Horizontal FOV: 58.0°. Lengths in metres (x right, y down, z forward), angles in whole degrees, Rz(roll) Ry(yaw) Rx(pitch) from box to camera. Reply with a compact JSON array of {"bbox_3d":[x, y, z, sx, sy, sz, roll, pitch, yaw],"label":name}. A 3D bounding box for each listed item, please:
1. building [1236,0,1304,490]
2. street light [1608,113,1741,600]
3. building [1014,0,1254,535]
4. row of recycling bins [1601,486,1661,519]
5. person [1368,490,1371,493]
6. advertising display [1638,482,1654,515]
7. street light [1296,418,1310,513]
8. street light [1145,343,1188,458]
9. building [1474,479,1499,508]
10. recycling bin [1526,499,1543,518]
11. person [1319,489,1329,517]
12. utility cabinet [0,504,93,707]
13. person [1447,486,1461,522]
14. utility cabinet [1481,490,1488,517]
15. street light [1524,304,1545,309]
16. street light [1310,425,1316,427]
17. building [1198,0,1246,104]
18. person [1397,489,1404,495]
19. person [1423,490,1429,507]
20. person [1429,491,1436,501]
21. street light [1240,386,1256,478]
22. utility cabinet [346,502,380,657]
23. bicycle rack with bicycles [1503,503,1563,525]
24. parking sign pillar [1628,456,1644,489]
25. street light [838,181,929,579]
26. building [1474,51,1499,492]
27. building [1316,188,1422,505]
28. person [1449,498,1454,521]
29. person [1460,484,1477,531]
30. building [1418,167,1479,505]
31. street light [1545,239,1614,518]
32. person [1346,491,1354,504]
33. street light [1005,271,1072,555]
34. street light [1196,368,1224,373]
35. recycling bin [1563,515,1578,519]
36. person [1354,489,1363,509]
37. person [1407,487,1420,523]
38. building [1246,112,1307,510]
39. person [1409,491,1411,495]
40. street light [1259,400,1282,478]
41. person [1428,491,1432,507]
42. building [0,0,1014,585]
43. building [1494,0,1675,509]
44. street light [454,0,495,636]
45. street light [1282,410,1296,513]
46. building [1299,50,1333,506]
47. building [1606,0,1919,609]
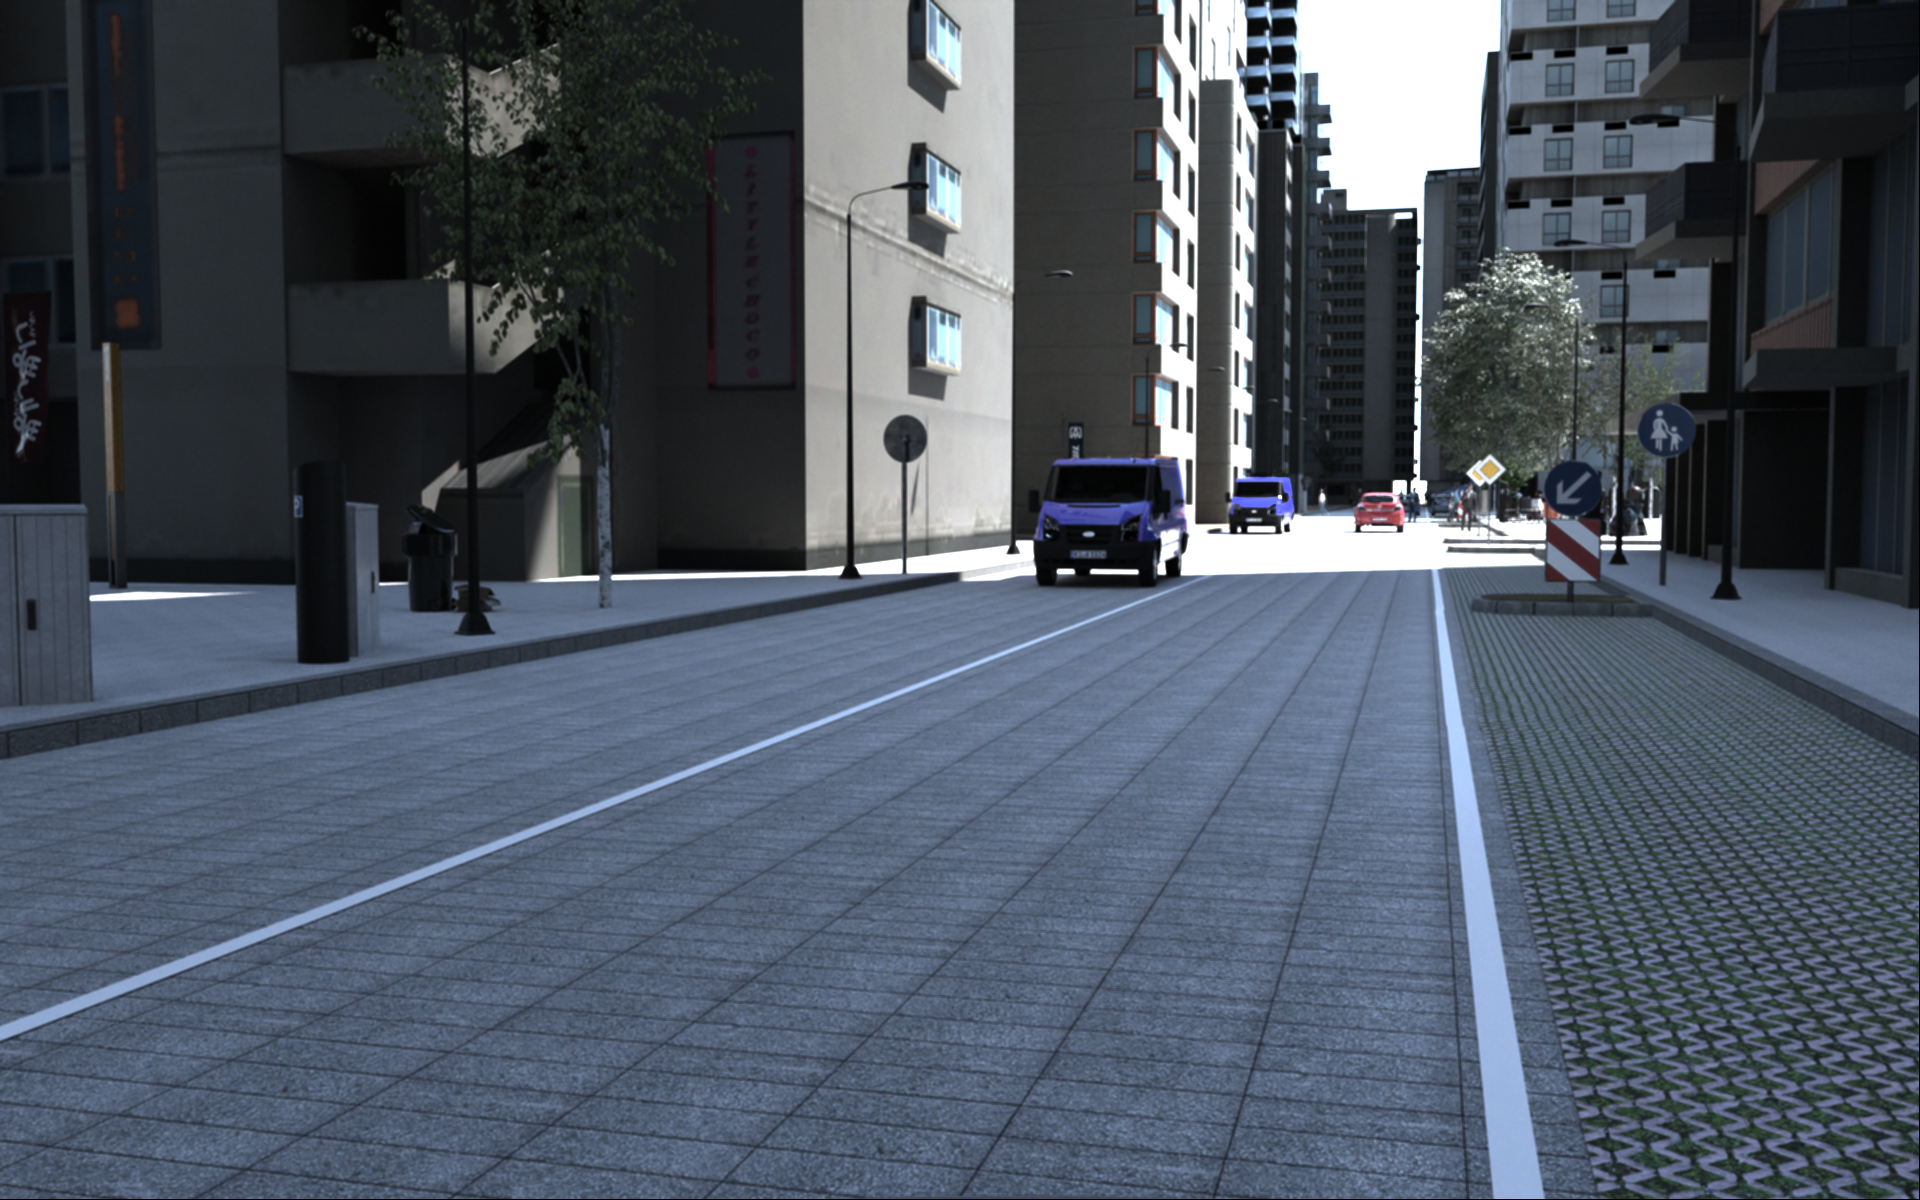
[{"bbox_3d":[20.606,-51.634,156.889,22.319,86.520,31.000,1,4,15],"label":"building"},{"bbox_3d":[8.854,-2.974,21.167,1.470,5.913,1.316,1,4,15],"label":"street light"},{"bbox_3d":[-3.406,-13.797,70.621,27.650,21.520,28.899,1,4,15],"label":"building"},{"bbox_3d":[34.727,-5.101,90.506,3.534,1.692,1.069,2,4,25],"label":"row of recycling bins"},{"bbox_3d":[38.167,-9.344,161.291,0.705,1.823,1.348,-3,5,-41],"label":"person"},{"bbox_3d":[36.548,-5.328,92.334,0.123,1.923,0.974,-2,4,-27],"label":"advertising display"},{"bbox_3d":[20.550,-8.200,106.605,1.470,5.913,1.316,1,4,15],"label":"street light"},{"bbox_3d":[6.308,-4.951,53.491,1.470,5.913,1.316,1,4,15],"label":"street light"},{"bbox_3d":[58.824,-44.090,159.131,20.563,71.187,20.611,1,4,15],"label":"building"},{"bbox_3d":[30.876,-4.925,93.081,0.722,1.027,0.722,3,4,37],"label":"recycling bin"},{"bbox_3d":[22.502,-5.981,106.968,0.598,1.740,0.731,2,4,27],"label":"person"},{"bbox_3d":[-5.844,0.041,10.489,1.020,1.237,0.306,-2,4,-30],"label":"utility cabinet"},{"bbox_3d":[25.136,-4.865,87.912,0.748,1.841,0.638,2,4,27],"label":"person"},{"bbox_3d":[28.964,-5.323,95.702,0.318,1.500,1.173,1,4,14],"label":"utility cabinet"},{"bbox_3d":[14.436,-4.264,42.258,1.470,5.913,1.316,1,4,15],"label":"street light"},{"bbox_3d":[23.299,-8.839,117.066,1.470,5.913,1.316,1,4,15],"label":"street light"},{"bbox_3d":[3.629,-31.880,110.473,28.713,52.752,27.495,1,4,15],"label":"building"},{"bbox_3d":[32.920,-7.386,129.218,1.348,1.831,0.705,1,4,19],"label":"person"},{"bbox_3d":[50.747,-11.012,188.417,0.709,1.838,0.599,-1,4,-19],"label":"person"},{"bbox_3d":[45.430,-9.587,166.188,0.756,1.711,0.436,1,4,15],"label":"person"},{"bbox_3d":[12.031,-6.268,75.029,1.470,5.913,1.316,1,4,15],"label":"street light"},{"bbox_3d":[-4.951,-0.179,14.090,0.306,1.237,1.020,-1,4,-9],"label":"utility cabinet"},{"bbox_3d":[24.311,-3.628,72.693,2.925,0.926,2.852,-1,4,-15],"label":"bicycle rack with bicycles"},{"bbox_3d":[46.526,-7.997,119.217,1.447,3.967,1.447,-3,5,-41],"label":"parking sign pillar"},{"bbox_3d":[-1.143,-3.268,25.975,1.470,5.913,1.316,1,4,15],"label":"street light"},{"bbox_3d":[65.146,-34.021,179.940,21.300,48.544,21.600,1,4,15],"label":"building"},{"bbox_3d":[46.867,-32.498,223.224,23.993,40.220,32.217,1,4,15],"label":"building"},{"bbox_3d":[26.506,-4.864,93.037,0.382,1.210,0.505,-2,4,-25],"label":"person"},{"bbox_3d":[19.495,-3.543,66.385,0.622,1.834,0.822,1,4,10],"label":"person"},{"bbox_3d":[63.018,-32.191,209.922,14.086,41.232,14.154,1,4,15],"label":"building"},{"bbox_3d":[11.511,-3.613,31.613,1.470,5.913,1.316,1,4,15],"label":"street light"},{"bbox_3d":[46.113,-11.979,204.447,1.348,1.812,0.705,-2,4,-33],"label":"person"},{"bbox_3d":[1.656,-3.903,36.358,1.470,5.913,1.316,1,4,15],"label":"street light"},{"bbox_3d":[9.019,-5.590,63.943,1.470,5.913,1.316,1,4,15],"label":"street light"},{"bbox_3d":[23.650,-3.304,66.566,0.722,1.027,0.722,0,4,-1],"label":"recycling bin"},{"bbox_3d":[26.925,-6.514,115.216,0.699,1.804,1.509,-3,5,-44],"label":"person"},{"bbox_3d":[22.809,-4.799,87.141,0.419,1.800,0.721,-3,4,-37],"label":"person"},{"bbox_3d":[19.280,-22.217,134.956,14.160,30.474,14.107,1,4,15],"label":"building"},{"bbox_3d":[50.609,-11.377,195.228,0.721,1.735,1.217,2,4,34],"label":"person"},{"bbox_3d":[14.944,-6.917,85.637,1.470,5.913,1.316,1,4,15],"label":"street light"},{"bbox_3d":[53.550,-11.528,196.913,1.348,1.831,0.705,-3,5,-40],"label":"person"},{"bbox_3d":[-11.572,-25.105,34.171,21.600,48.544,21.300,1,4,15],"label":"building"},{"bbox_3d":[56.334,-33.382,135.041,28.713,52.752,27.495,1,4,15],"label":"building"},{"bbox_3d":[-3.928,-2.631,15.555,1.470,5.913,1.316,1,4,15],"label":"street light"},{"bbox_3d":[17.676,-7.566,96.243,1.470,5.913,1.316,1,4,15],"label":"street light"},{"bbox_3d":[25.003,-34.913,190.428,30.456,49.044,23.786,1,4,15],"label":"building"},{"bbox_3d":[22.055,-22.565,23.555,22.147,44.769,28.867,1,4,15],"label":"building"}]
